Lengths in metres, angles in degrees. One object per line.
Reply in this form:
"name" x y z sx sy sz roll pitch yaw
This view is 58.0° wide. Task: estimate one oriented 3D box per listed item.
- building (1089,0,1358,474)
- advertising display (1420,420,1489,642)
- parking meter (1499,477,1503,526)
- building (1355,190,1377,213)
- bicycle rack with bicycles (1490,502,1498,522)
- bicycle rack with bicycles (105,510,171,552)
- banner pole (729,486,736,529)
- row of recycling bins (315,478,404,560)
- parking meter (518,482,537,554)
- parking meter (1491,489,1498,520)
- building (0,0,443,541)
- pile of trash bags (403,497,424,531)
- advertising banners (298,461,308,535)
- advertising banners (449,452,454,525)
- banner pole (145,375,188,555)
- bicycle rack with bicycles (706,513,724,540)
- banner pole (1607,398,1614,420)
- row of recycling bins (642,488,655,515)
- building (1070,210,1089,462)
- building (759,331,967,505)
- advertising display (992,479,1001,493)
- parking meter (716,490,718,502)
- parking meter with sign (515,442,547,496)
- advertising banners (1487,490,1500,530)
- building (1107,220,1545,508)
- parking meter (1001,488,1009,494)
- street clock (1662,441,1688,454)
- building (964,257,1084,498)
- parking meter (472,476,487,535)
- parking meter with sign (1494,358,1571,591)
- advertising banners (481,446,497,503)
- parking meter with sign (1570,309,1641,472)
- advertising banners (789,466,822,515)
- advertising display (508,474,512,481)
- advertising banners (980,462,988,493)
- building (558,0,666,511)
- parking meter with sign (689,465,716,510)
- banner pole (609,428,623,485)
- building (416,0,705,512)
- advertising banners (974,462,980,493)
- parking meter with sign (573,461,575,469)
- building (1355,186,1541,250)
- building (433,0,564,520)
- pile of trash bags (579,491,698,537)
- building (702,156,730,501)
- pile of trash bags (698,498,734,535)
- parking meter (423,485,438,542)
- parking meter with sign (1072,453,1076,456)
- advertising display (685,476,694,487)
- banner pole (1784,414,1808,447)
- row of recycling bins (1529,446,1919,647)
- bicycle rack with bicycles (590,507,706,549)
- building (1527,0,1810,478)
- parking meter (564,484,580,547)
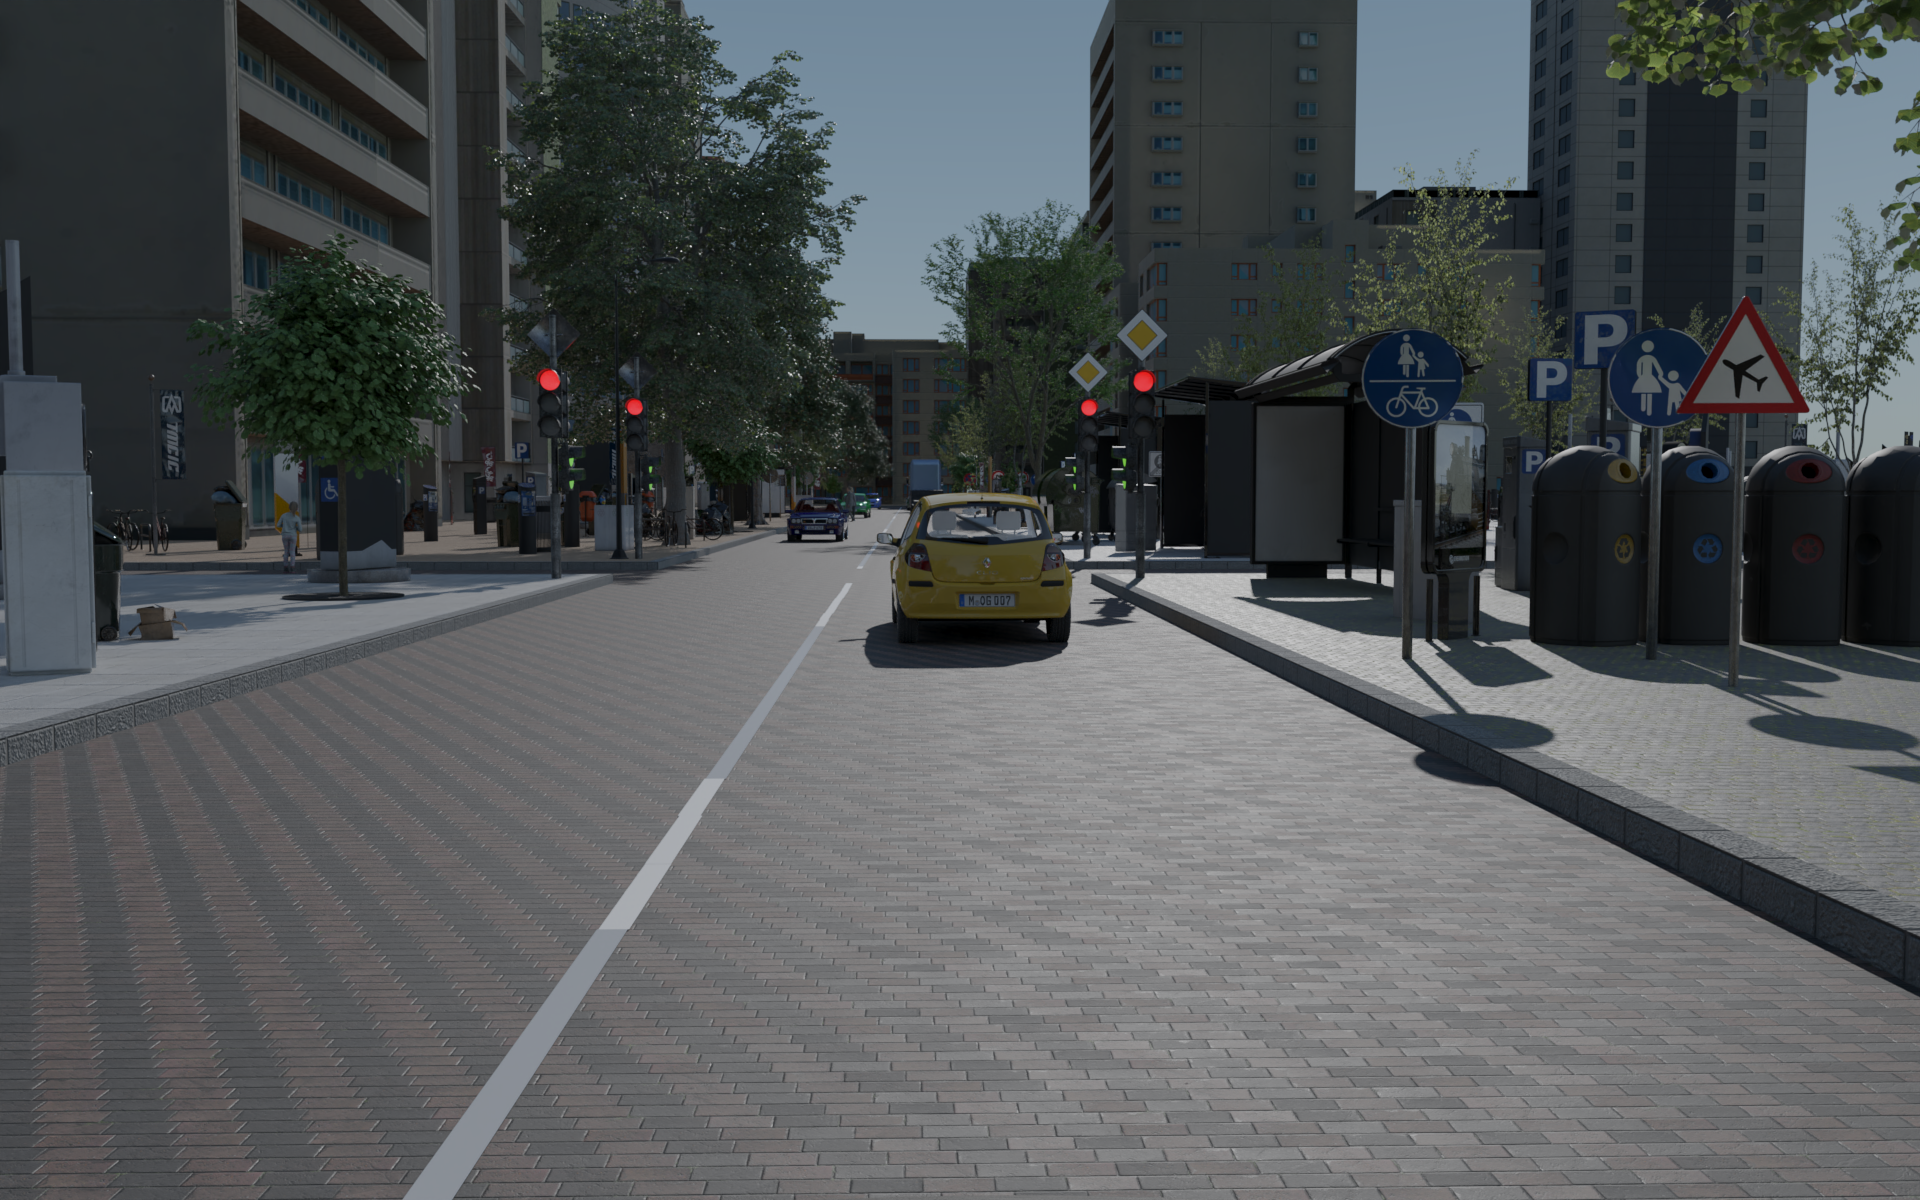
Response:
"building" 23.703 -32.861 160.985 21.300 48.544 21.600 0 4 -2
"advertising display" 4.375 -0.618 15.321 0.123 1.923 0.974 3 5 44
"parking meter" 15.871 -2.722 50.218 0.399 1.863 0.255 0 4 -4
"building" 50.750 -32.562 224.269 23.993 40.220 32.217 0 4 -2
"bicycle rack with bicycles" 25.225 -4.091 80.274 2.925 0.926 2.852 0 4 4
"bicycle rack with bicycles" -19.197 -1.568 39.025 2.852 0.926 2.925 -2 4 -30
"banner pole" -8.558 -4.554 64.471 0.401 3.779 0.863 0 4 -8
"row of recycling bins" -12.173 -1.711 35.090 1.069 1.692 3.534 0 4 -1
"parking meter" -9.241 -1.748 36.996 0.372 1.533 0.369 0 3 0
"parking meter" 26.545 -4.744 85.967 0.372 1.533 0.369 0 3 0
"building" -30.912 -26.475 56.575 21.300 48.544 21.600 0 4 -2
"pile of trash bags" -19.315 -3.049 59.596 1.912 1.369 3.447 0 4 0
"advertising banners" -15.034 -2.746 41.088 2.074 3.025 0.090 1 4 12
"advertising banners" -21.189 -4.643 72.093 0.090 3.025 2.074 -1 4 -13
"banner pole" -16.742 -2.842 36.491 0.863 3.779 0.401 -2 4 -31
"bicycle rack with bicycles" -8.227 -2.067 47.172 2.925 0.926 2.852 1 4 15
"banner pole" 16.685 -3.334 44.529 0.401 3.779 0.863 2 4 31
"row of recycling bins" -19.317 -6.041 105.891 1.069 1.692 3.534 0 4 6
"building" 26.593 -32.518 223.552 23.993 40.220 32.217 0 4 -2
"building" -13.947 -22.991 220.937 28.899 21.520 27.650 0 4 -2
"advertising display" 1.549 -4.153 73.119 0.123 1.923 0.974 -1 4 -15
"parking meter" -13.573 -5.461 97.705 0.372 1.533 0.369 0 3 0
"parking meter with sign" -14.462 -3.851 59.224 0.543 3.016 1.738 1 4 20
"advertising banners" 18.846 -4.044 62.300 2.074 3.025 0.090 2 4 25
"building" 27.047 -17.837 136.682 27.650 21.520 28.899 0 4 -2
"parking meter" 1.988 -4.152 76.298 0.372 1.533 0.369 0 3 0
"street clock" 9.870 -1.186 23.954 0.471 2.002 0.358 -3 5 -41
"building" 7.757 -27.049 213.953 14.107 30.474 14.160 0 4 -2
"parking meter" -15.217 -3.006 54.862 0.399 1.863 0.255 -3 5 -41
"parking meter with sign" 7.580 -1.645 23.150 0.543 3.016 1.738 0 3 0
"advertising banners" -16.562 -4.137 63.820 2.074 3.025 0.090 -1 4 -11
"parking meter with sign" 6.534 -1.285 17.268 0.543 3.016 1.738 2 4 29
"advertising banners" -9.540 -6.770 106.871 2.074 3.025 0.090 0 4 -6
"advertising display" -14.359 -3.066 55.340 0.123 1.923 0.974 -1 4 -15
"advertising banners" 1.636 -6.078 95.566 0.090 3.025 2.074 3 4 37
"building" -33.306 -35.495 122.343 21.231 58.520 28.212 0 4 -2
"parking meter with sign" -15.724 -6.727 106.253 1.738 3.016 0.543 -3 5 -45
"banner pole" -11.468 -4.166 58.128 0.401 3.779 0.863 3 4 37
"building" -35.389 -32.736 158.938 21.600 48.544 21.300 0 4 -2
"advertising banners" 0.833 -5.889 92.480 0.090 3.025 2.074 0 4 4
"parking meter with sign" -20.372 -5.715 89.696 0.543 3.016 1.738 0 4 4
"building" 46.288 -24.153 166.603 14.107 30.474 14.160 0 4 -2
"building" -28.493 -24.705 87.529 14.154 41.232 14.086 0 4 -2
"pile of trash bags" -9.853 -2.603 52.308 3.447 1.369 1.912 0 4 0
"building" -43.232 -34.388 216.863 28.867 44.769 22.147 0 4 -2
"pile of trash bags" -8.891 -2.792 55.394 3.447 1.369 1.912 2 4 24
"parking meter" -14.336 -2.354 46.902 0.372 1.533 0.369 0 3 0
"parking meter with sign" 5.656 -4.725 73.520 1.738 3.016 0.543 1 4 10
"advertising display" -10.055 -3.496 62.376 0.974 1.923 0.123 -2 4 -31
"banner pole" 26.044 -3.923 54.163 0.863 3.779 0.401 1 4 10
"row of recycling bins" 6.717 -0.478 14.934 3.534 1.692 1.069 0 4 1
"bicycle rack with bicycles" -7.659 -1.743 41.886 2.852 0.926 2.925 0 4 -8
"building" 63.764 -44.237 161.531 20.611 71.187 20.563 0 4 -2
"parking meter" -9.390 -2.048 41.892 0.372 1.533 0.369 0 3 0
